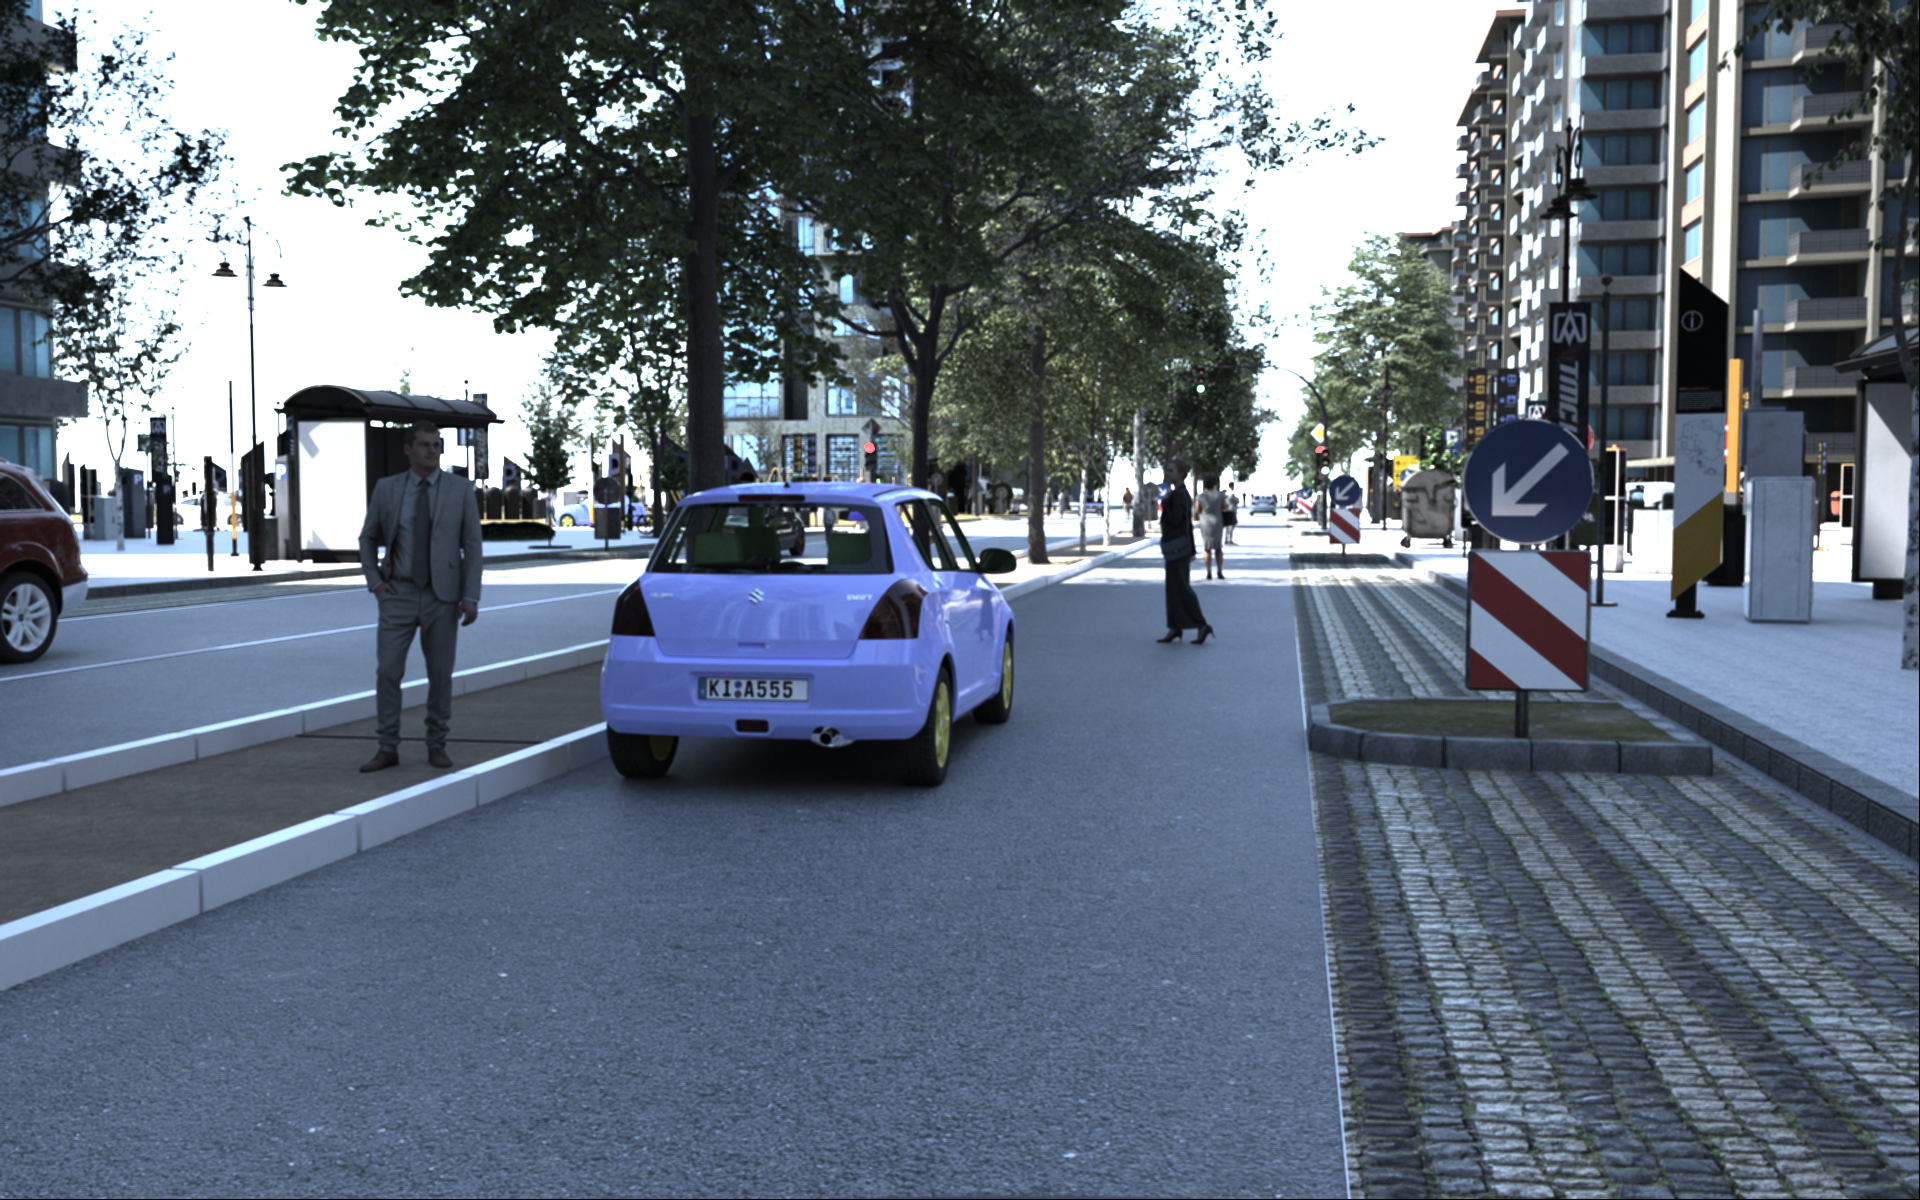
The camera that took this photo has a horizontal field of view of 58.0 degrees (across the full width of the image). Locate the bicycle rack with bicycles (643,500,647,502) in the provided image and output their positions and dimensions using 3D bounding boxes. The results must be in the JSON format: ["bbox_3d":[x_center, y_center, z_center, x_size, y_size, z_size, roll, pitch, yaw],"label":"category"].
[{"bbox_3d":[-20.351,-6.145,113.848,2.925,0.926,2.852,-1,4,-13],"label":"bicycle rack with bicycles"}]

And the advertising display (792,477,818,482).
[{"bbox_3d":[-5.833,-3.667,65.174,0.974,1.923,0.123,0,4,-7],"label":"advertising display"}]

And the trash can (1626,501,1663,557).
[{"bbox_3d":[13.958,-1.454,35.427,0.748,1.137,0.748,0,3,0],"label":"trash can"}]

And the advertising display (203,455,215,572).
[{"bbox_3d":[-12.501,-1.444,28.829,0.123,1.923,0.974,-2,4,-25],"label":"advertising display"}]

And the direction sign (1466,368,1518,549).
[{"bbox_3d":[9.591,-2.403,31.292,0.876,3.537,0.379,1,4,19],"label":"direction sign"}]

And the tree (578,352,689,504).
[{"bbox_3d":[-15.984,-8.413,87.912,4.737,8.622,4.395,0,3,0],"label":"tree"}]

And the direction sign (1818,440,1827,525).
[{"bbox_3d":[36.239,-4.945,72.854,0.379,3.537,0.876,0,4,8],"label":"direction sign"}]

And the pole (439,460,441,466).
[{"bbox_3d":[-28.460,-6.172,94.755,0.158,3.312,0.155,0,3,0],"label":"pole"}]

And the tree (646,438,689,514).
[{"bbox_3d":[-9.904,-3.912,58.562,1.663,3.219,1.824,0,3,0],"label":"tree"}]

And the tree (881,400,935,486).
[{"bbox_3d":[-3.609,-11.071,131.372,4.737,8.622,4.395,0,3,0],"label":"tree"}]

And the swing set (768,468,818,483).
[{"bbox_3d":[-10.583,-6.554,104.776,2.862,2.851,3.119,1,4,16],"label":"swing set"}]

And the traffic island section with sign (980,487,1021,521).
[{"bbox_3d":[2.222,-5.187,93.443,1.989,1.847,2.006,1,4,11],"label":"traffic island section with sign"}]

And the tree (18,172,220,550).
[{"bbox_3d":[-19.054,-5.431,39.161,4.360,8.622,3.978,0,3,0],"label":"tree"}]

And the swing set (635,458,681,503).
[{"bbox_3d":[-13.392,-4.836,76.696,2.862,2.851,3.119,0,4,-4],"label":"swing set"}]

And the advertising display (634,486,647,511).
[{"bbox_3d":[-24.398,-7.768,132.223,0.974,1.923,0.123,1,4,14],"label":"advertising display"}]

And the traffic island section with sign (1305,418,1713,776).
[{"bbox_3d":[3.002,-0.074,9.840,1.989,1.847,2.006,1,4,11],"label":"traffic island section with sign"}]

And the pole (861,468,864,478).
[{"bbox_3d":[-7.722,-8.745,136.816,0.158,3.312,0.155,0,3,0],"label":"pole"}]

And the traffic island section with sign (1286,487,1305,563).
[{"bbox_3d":[7.930,-1.695,36.342,1.989,1.847,2.006,1,4,11],"label":"traffic island section with sign"}]

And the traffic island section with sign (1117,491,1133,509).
[{"bbox_3d":[16.399,-9.842,169.543,1.989,1.847,2.006,1,4,11],"label":"traffic island section with sign"}]

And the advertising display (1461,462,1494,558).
[{"bbox_3d":[10.363,-1.795,34.570,0.123,1.923,0.974,-1,4,-22],"label":"advertising display"}]

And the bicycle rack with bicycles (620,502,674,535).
[{"bbox_3d":[-9.508,-2.580,55.567,2.925,0.926,2.852,1,4,14],"label":"bicycle rack with bicycles"}]

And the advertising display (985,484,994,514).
[{"bbox_3d":[2.027,-6.603,113.167,0.974,1.923,0.123,0,4,1],"label":"advertising display"}]

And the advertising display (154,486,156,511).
[{"bbox_3d":[-62.258,-7.855,133.634,0.123,1.923,0.974,0,4,8],"label":"advertising display"}]

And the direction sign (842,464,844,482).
[{"bbox_3d":[-8.732,-8.405,129.419,0.379,3.537,0.876,-1,4,-8],"label":"direction sign"}]

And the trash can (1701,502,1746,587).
[{"bbox_3d":[10.691,-0.766,24.178,0.748,1.137,0.748,0,3,0],"label":"trash can"}]

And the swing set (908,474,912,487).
[{"bbox_3d":[-3.110,-9.156,147.315,3.119,2.851,2.862,1,4,16],"label":"swing set"}]

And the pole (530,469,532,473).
[{"bbox_3d":[-25.958,-6.778,104.664,0.158,3.312,0.155,0,3,0],"label":"pole"}]

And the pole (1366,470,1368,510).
[{"bbox_3d":[32.728,-8.878,138.998,0.158,3.312,0.155,0,3,0],"label":"pole"}]

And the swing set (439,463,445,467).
[{"bbox_3d":[-26.744,-5.401,85.922,2.862,2.851,3.119,2,4,27],"label":"swing set"}]

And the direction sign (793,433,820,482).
[{"bbox_3d":[-5.788,-4.445,64.668,0.876,3.537,0.379,1,4,10],"label":"direction sign"}]

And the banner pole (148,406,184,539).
[{"bbox_3d":[-22.582,-3.623,49.249,0.863,3.779,0.401,-1,4,-23],"label":"banner pole"}]

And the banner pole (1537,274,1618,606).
[{"bbox_3d":[7.142,-1.827,19.883,0.863,3.779,0.401,1,4,8],"label":"banner pole"}]

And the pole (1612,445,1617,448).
[{"bbox_3d":[26.987,-4.749,71.485,0.158,3.312,0.155,0,3,0],"label":"pole"}]

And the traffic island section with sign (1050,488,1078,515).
[{"bbox_3d":[7.234,-6.835,120.384,1.989,1.847,2.006,1,4,11],"label":"traffic island section with sign"}]

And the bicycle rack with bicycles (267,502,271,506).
[{"bbox_3d":[-58.517,-7.989,143.998,2.925,0.926,2.852,3,5,41],"label":"bicycle rack with bicycles"}]

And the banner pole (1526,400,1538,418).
[{"bbox_3d":[13.681,-3.097,40.650,0.863,3.779,0.401,1,4,16],"label":"banner pole"}]

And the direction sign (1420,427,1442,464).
[{"bbox_3d":[16.002,-4.082,58.741,0.876,3.537,0.379,-1,4,-13],"label":"direction sign"}]

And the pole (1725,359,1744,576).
[{"bbox_3d":[11.754,-1.986,26.308,0.158,3.312,0.155,0,3,0],"label":"pole"}]

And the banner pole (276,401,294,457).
[{"bbox_3d":[-18.078,-3.464,46.656,0.863,3.779,0.401,-2,4,-29],"label":"banner pole"}]

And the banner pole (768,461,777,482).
[{"bbox_3d":[-14.124,-8.570,130.131,0.863,3.779,0.401,-1,4,-13],"label":"banner pole"}]

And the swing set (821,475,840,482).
[{"bbox_3d":[-11.269,-8.933,143.679,2.862,2.851,3.119,3,4,37],"label":"swing set"}]

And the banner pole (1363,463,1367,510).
[{"bbox_3d":[32.904,-9.211,140.608,0.401,3.779,0.863,1,4,23],"label":"banner pole"}]

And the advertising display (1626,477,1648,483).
[{"bbox_3d":[26.033,-3.771,66.877,0.974,1.923,0.123,2,4,25],"label":"advertising display"}]

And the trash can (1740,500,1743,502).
[{"bbox_3d":[19.904,-2.030,44.842,0.748,1.137,0.748,0,3,0],"label":"trash can"}]

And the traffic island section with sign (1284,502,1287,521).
[{"bbox_3d":[18.119,-5.043,91.081,1.989,1.847,2.006,1,4,11],"label":"traffic island section with sign"}]

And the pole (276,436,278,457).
[{"bbox_3d":[-23.896,-4.095,60.790,0.158,3.312,0.155,0,3,0],"label":"pole"}]

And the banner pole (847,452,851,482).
[{"bbox_3d":[-6.543,-6.856,102.116,0.401,3.779,0.863,1,4,9],"label":"banner pole"}]

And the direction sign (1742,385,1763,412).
[{"bbox_3d":[16.633,-2.720,36.465,0.379,3.537,0.876,0,4,0],"label":"direction sign"}]

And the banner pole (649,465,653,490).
[{"bbox_3d":[-22.991,-8.560,129.972,0.401,3.779,0.863,3,5,44],"label":"banner pole"}]

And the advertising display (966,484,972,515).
[{"bbox_3d":[0.571,-6.254,107.460,0.123,1.923,0.974,1,4,18],"label":"advertising display"}]

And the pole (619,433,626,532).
[{"bbox_3d":[-11.342,-3.938,58.228,0.158,3.312,0.155,0,3,0],"label":"pole"}]

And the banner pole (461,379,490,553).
[{"bbox_3d":[-10.529,-2.914,37.656,0.863,3.779,0.401,2,4,28],"label":"banner pole"}]
